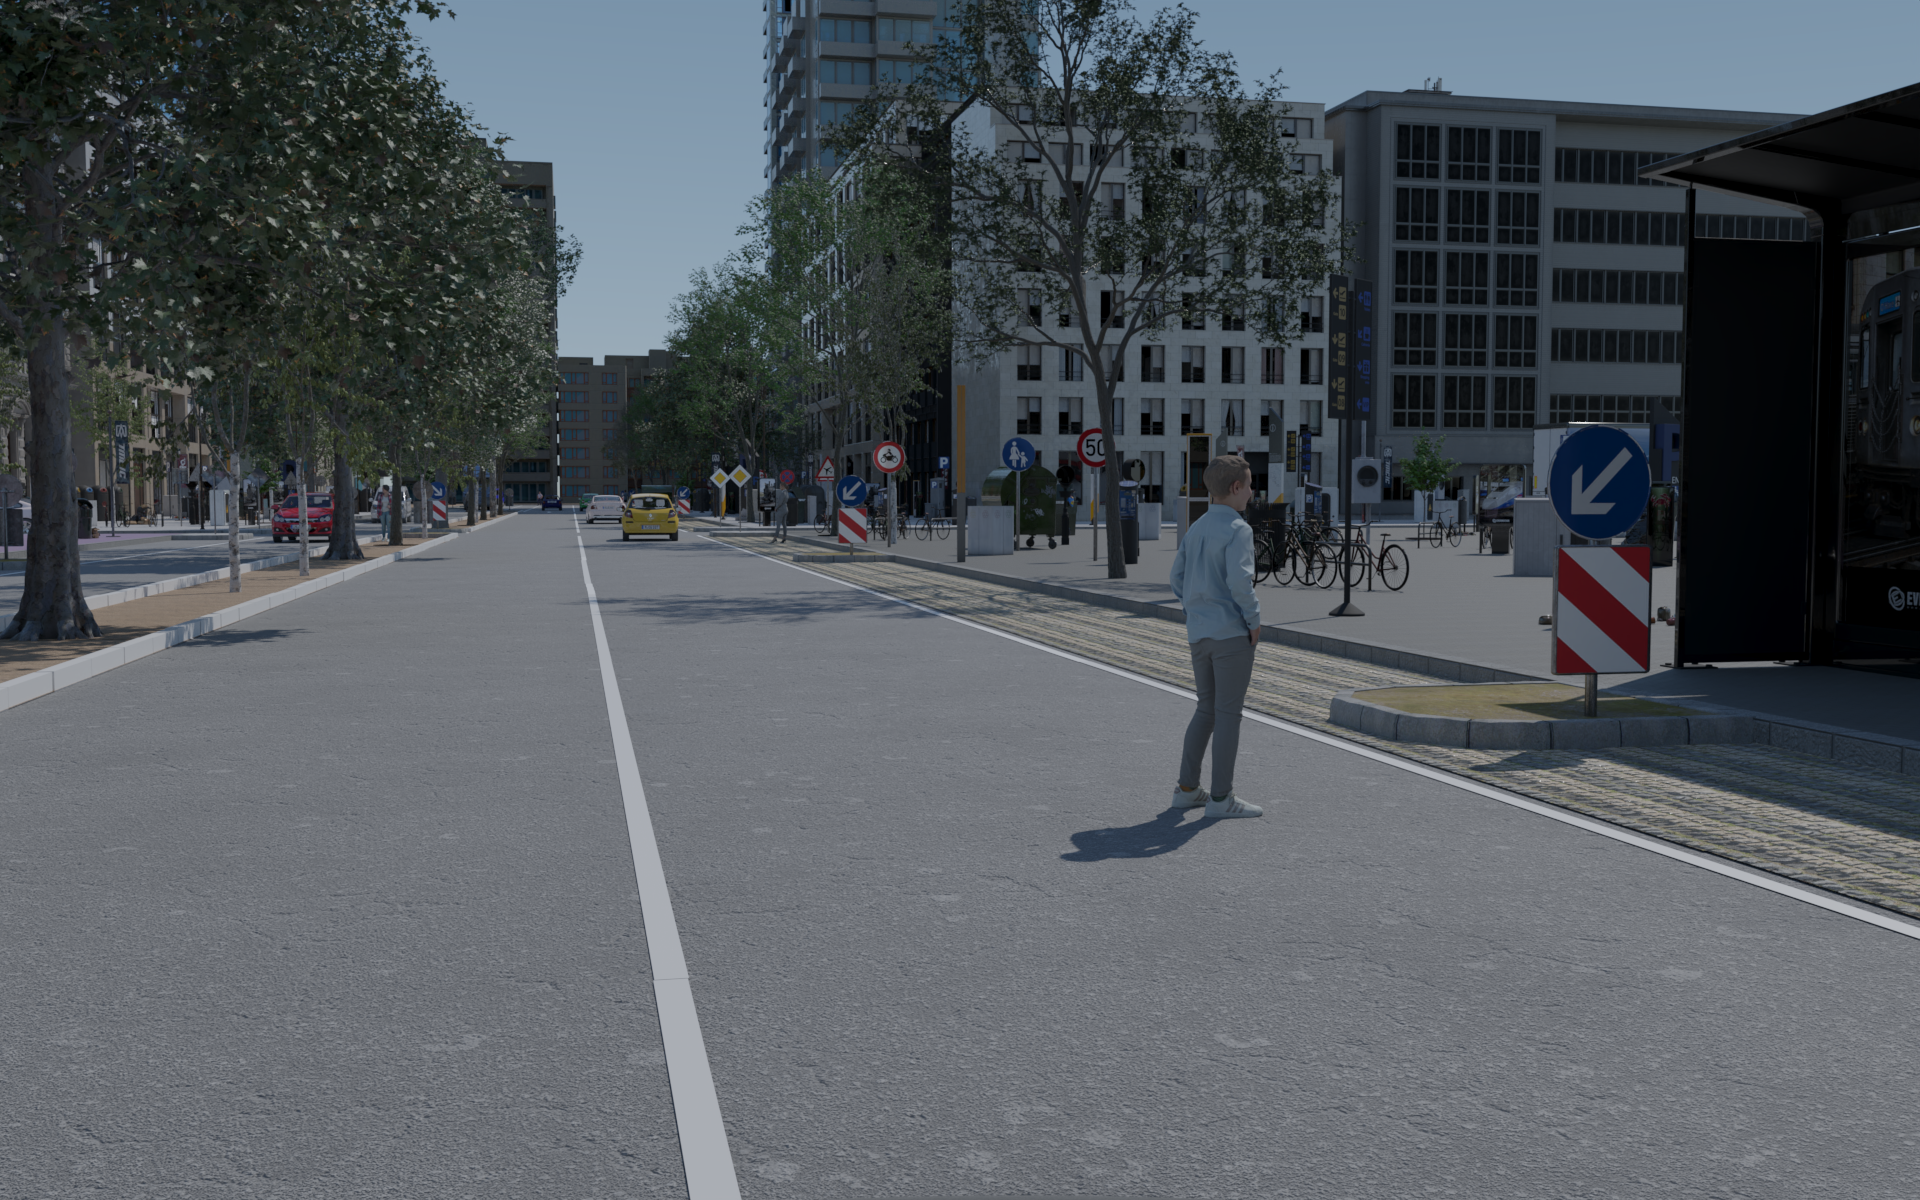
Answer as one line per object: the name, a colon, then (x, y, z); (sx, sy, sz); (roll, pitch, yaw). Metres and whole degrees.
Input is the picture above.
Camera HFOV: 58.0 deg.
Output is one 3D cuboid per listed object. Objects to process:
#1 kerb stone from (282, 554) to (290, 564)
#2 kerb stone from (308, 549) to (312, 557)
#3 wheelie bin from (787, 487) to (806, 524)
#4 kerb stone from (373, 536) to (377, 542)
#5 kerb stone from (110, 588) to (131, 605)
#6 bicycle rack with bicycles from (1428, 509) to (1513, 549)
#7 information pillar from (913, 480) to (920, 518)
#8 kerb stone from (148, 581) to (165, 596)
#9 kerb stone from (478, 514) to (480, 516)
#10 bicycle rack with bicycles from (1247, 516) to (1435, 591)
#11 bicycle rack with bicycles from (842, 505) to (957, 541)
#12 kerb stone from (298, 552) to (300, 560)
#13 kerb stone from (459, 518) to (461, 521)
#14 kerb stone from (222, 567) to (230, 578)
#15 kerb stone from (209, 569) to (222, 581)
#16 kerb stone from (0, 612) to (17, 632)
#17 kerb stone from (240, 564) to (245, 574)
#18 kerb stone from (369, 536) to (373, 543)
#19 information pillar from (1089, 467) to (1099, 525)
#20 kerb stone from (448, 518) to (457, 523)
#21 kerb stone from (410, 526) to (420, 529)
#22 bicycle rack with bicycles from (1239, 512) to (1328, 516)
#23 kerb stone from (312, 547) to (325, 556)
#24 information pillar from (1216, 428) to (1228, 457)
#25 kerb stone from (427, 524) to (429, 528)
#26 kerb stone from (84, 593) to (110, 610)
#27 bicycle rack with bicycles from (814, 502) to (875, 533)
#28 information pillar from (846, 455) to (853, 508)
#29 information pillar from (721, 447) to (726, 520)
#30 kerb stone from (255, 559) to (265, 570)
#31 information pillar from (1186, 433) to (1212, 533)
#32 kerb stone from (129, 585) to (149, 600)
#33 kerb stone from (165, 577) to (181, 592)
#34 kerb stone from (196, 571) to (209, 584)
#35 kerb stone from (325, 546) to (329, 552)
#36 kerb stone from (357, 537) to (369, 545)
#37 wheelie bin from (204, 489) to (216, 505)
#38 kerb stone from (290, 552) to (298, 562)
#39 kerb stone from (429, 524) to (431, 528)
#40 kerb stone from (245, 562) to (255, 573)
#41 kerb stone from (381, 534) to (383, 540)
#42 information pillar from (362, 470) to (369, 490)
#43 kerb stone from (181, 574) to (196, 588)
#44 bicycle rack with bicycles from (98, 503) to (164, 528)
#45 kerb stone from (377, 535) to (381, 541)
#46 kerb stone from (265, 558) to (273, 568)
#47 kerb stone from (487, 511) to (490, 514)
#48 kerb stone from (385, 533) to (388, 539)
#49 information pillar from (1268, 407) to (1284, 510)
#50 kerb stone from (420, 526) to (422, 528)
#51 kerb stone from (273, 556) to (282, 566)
kerb stone: (-13.946, -0.816, 35.539); (0.120, 0.150, 1.000); (-1, 4, -13)
kerb stone: (-14.622, -0.999, 38.545); (0.120, 0.150, 1.000); (-1, 4, -13)
wheelie bin: (-7.143, -4.107, 75.056); (0.693, 1.594, 0.980); (2, 4, 28)
kerb stone: (-17.537, -1.795, 51.536); (0.120, 0.150, 1.000); (-1, 4, -13)
kerb stone: (-11.014, -0.015, 22.536); (0.120, 0.150, 1.000); (-1, 4, -13)
bicycle rack with bicycles: (12.224, -1.697, 41.123); (2.852, 0.926, 2.925); (2, 4, 34)
information pillar: (-2.331, -5.445, 93.510); (0.304, 2.012, 0.304); (1, 4, 14)
kerb stone: (-11.475, -0.138, 24.535); (0.120, 0.150, 1.000); (-1, 4, -13)
kerb stone: (-32.061, -5.742, 116.115); (0.120, 0.150, 1.000); (-1, 4, -13)
bicycle rack with bicycles: (4.430, -0.634, 23.748); (2.852, 0.926, 2.925); (-1, 4, -15)
bicycle rack with bicycles: (-1.392, -2.145, 48.450); (2.852, 0.926, 2.925); (2, 4, 27)
kerb stone: (-14.396, -0.939, 37.548); (0.120, 0.150, 1.000); (-1, 4, -13)
kerb stone: (-26.213, -4.154, 90.112); (0.120, 0.150, 1.000); (-1, 4, -13)
kerb stone: (-12.595, -0.447, 29.544); (0.120, 0.150, 1.000); (-1, 4, -13)
kerb stone: (-12.370, -0.388, 28.547); (0.120, 0.150, 1.000); (-1, 4, -13)
kerb stone: (-10.123, 0.226, 18.538); (0.120, 0.150, 1.000); (-1, 4, -13)
kerb stone: (-12.812, -0.511, 30.542); (0.120, 0.150, 1.000); (-1, 4, -13)
kerb stone: (-17.316, -1.734, 50.538); (0.120, 0.150, 1.000); (-1, 4, -13)
information pillar: (5.509, -4.868, 70.946); (0.183, 3.616, 0.504); (-2, 4, -28)
kerb stone: (-25.533, -3.970, 87.108); (0.120, 0.150, 1.000); (-1, 4, -13)
kerb stone: (-20.812, -2.684, 66.078); (0.120, 0.150, 1.000); (-1, 4, -13)
bicycle rack with bicycles: (6.846, -1.320, 34.971); (2.852, 0.926, 2.925); (-2, 4, -27)
kerb stone: (-15.063, -1.121, 40.541); (0.120, 0.150, 1.000); (-1, 4, -13)
information pillar: (9.289, -4.289, 61.472); (0.183, 3.616, 0.504); (-3, 5, -43)
kerb stone: (-21.707, -2.929, 70.082); (0.120, 0.150, 1.000); (-1, 4, -13)
kerb stone: (-10.796, 0.040, 21.537); (0.120, 0.150, 1.000); (-1, 4, -13)
bicycle rack with bicycles: (-3.071, -2.639, 56.525); (2.852, 0.926, 2.925); (-3, 4, -36)
information pillar: (-6.627, -6.899, 104.155); (0.504, 3.616, 0.183); (-3, 5, -40)
information pillar: (-11.802, -5.810, 86.354); (0.183, 3.616, 0.504); (0, 4, 6)
kerb stone: (-13.267, -0.633, 32.548); (0.120, 0.150, 1.000); (-1, 4, -13)
information pillar: (2.922, -1.020, 21.174); (0.304, 2.012, 0.304); (1, 4, 9)
kerb stone: (-11.248, -0.080, 23.535); (0.120, 0.150, 1.000); (-1, 4, -13)
kerb stone: (-11.694, -0.204, 25.538); (0.120, 0.150, 1.000); (-1, 4, -13)
kerb stone: (-12.149, -0.326, 27.549); (0.120, 0.150, 1.000); (-1, 4, -13)
kerb stone: (-15.286, -1.183, 41.538); (0.120, 0.150, 1.000); (-1, 4, -13)
kerb stone: (-17.094, -1.672, 49.530); (0.120, 0.150, 1.000); (-1, 4, -13)
wheelie bin: (-43.196, -5.626, 99.899); (0.980, 1.594, 0.693); (-2, 4, -32)
kerb stone: (-14.161, -0.875, 36.541); (0.120, 0.150, 1.000); (-1, 4, -13)
kerb stone: (-21.930, -2.987, 71.086); (0.120, 0.150, 1.000); (-1, 4, -13)
kerb stone: (-13.048, -0.572, 31.550); (0.120, 0.150, 1.000); (-1, 4, -13)
kerb stone: (-17.988, -1.916, 53.539); (0.120, 0.150, 1.000); (-1, 4, -13)
information pillar: (-45.601, -8.658, 132.917); (0.504, 3.616, 0.183); (0, 4, -3)
kerb stone: (-11.915, -0.265, 26.536); (0.120, 0.150, 1.000); (-1, 4, -13)
bicycle rack with bicycles: (-32.157, -3.304, 67.395); (2.852, 0.926, 2.925); (-1, 4, -22)
kerb stone: (-17.762, -1.856, 52.543); (0.120, 0.150, 1.000); (-1, 4, -13)
kerb stone: (-13.505, -0.694, 33.543); (0.120, 0.150, 1.000); (-1, 4, -13)
kerb stone: (-34.982, -6.540, 129.122); (0.120, 0.150, 1.000); (-1, 4, -13)
kerb stone: (-18.216, -1.978, 54.536); (0.120, 0.150, 1.000); (-1, 4, -13)
information pillar: (8.494, -3.379, 46.606); (0.183, 3.616, 0.504); (-3, 4, -37)
kerb stone: (-21.259, -2.805, 68.073); (0.120, 0.150, 1.000); (-1, 4, -13)
kerb stone: (-13.718, -0.750, 34.543); (0.120, 0.150, 1.000); (-1, 4, -13)
